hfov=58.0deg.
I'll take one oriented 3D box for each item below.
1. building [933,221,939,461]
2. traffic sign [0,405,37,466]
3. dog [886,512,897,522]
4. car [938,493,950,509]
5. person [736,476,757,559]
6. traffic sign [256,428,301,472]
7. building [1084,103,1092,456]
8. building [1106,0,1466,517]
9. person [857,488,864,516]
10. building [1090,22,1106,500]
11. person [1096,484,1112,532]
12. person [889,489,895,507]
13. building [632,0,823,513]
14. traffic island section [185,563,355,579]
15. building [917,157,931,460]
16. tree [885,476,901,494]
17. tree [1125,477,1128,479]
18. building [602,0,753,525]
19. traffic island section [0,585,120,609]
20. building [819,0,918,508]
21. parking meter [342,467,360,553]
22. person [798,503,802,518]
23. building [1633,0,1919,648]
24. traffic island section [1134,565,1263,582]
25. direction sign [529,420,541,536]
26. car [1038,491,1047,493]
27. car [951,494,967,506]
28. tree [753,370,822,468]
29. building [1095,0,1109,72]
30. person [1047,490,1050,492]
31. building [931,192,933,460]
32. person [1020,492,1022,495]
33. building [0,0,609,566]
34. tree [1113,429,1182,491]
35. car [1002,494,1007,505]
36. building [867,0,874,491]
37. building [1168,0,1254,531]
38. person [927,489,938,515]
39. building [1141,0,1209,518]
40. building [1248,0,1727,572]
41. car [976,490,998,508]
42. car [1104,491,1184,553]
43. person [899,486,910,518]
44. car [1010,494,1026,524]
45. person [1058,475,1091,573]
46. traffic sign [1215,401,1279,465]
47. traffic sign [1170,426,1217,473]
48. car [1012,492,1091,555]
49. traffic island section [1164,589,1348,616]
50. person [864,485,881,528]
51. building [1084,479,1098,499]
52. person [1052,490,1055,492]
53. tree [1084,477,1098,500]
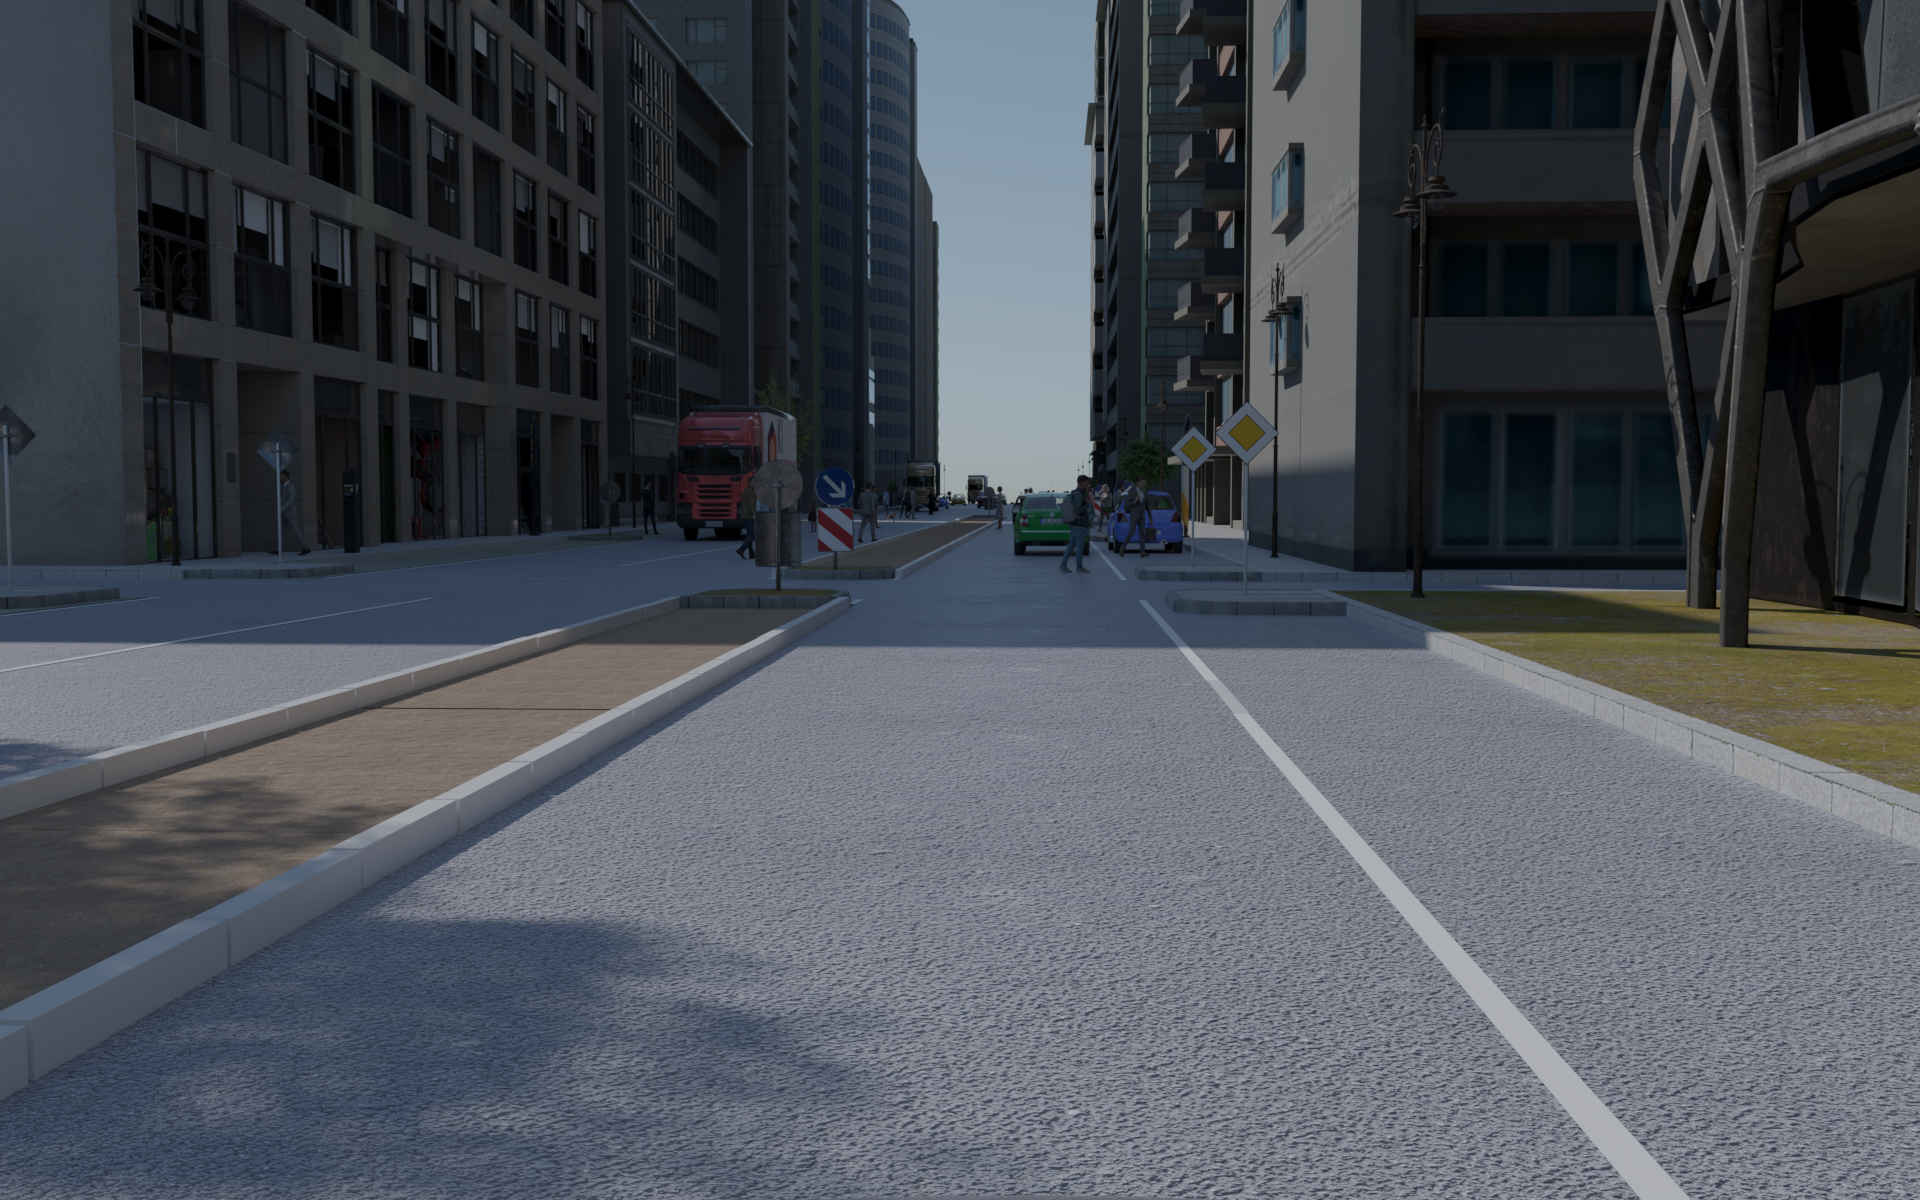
[{"bbox_3d":[-10.503,-34.800,252.571,14.154,41.232,14.086,0,4,3],"label":"building"},{"bbox_3d":[-12.450,-1.251,22.642,0.795,2.593,0.064,0,4,3],"label":"traffic sign"},{"bbox_3d":[-3.543,-4.293,89.480,0.540,0.507,0.406,0,4,-7],"label":"dog"},{"bbox_3d":[-1.952,-9.601,166.562,1.945,1.707,3.694,0,4,2],"label":"car"},{"bbox_3d":[-4.631,-1.819,38.153,0.656,1.842,0.836,2,4,31],"label":"person"},{"bbox_3d":[-12.043,-1.739,30.617,0.795,2.593,0.064,0,4,3],"label":"traffic sign"},{"bbox_3d":[30.875,-39.045,227.630,28.713,52.752,27.495,0,4,3],"label":"building"},{"bbox_3d":[21.212,-30.317,119.383,21.300,48.544,21.600,0,4,3],"label":"building"},{"bbox_3d":[-6.333,-6.340,112.240,0.705,1.814,1.350,-2,4,-26],"label":"person"},{"bbox_3d":[27.726,-49.774,252.050,20.563,71.187,20.611,0,4,3],"label":"building"},{"bbox_3d":[5.505,-3.481,65.593,0.526,1.800,0.537,-3,5,-41],"label":"person"},{"bbox_3d":[-6.837,-10.275,174.492,0.568,1.767,0.683,1,4,20],"label":"person"},{"bbox_3d":[-16.844,-26.242,112.659,14.154,41.232,14.086,0,4,3],"label":"building"},{"bbox_3d":[-12.067,-0.514,30.686,2.009,0.180,2.903,0,4,3],"label":"traffic island section"},{"bbox_3d":[-11.867,-35.112,224.189,14.600,45.320,14.200,0,4,3],"label":"building"},{"bbox_3d":[-7.288,-11.525,183.032,1.663,3.219,1.824,0,3,0],"label":"tree"},{"bbox_3d":[11.065,-6.955,108.310,1.663,3.219,1.824,0,3,0],"label":"tree"},{"bbox_3d":[-19.064,-15.972,80.207,14.314,24.678,30.058,0,4,3],"label":"building"},{"bbox_3d":[-12.474,-0.026,22.711,2.009,0.180,2.903,0,4,3],"label":"traffic island section"},{"bbox_3d":[-16.506,-40.418,202.828,21.231,58.520,28.212,0,4,3],"label":"building"},{"bbox_3d":[-13.235,-1.954,37.655,0.255,1.863,0.399,0,4,-4],"label":"parking meter"},{"bbox_3d":[-9.012,-5.278,95.275,0.515,1.767,0.782,-1,4,-15],"label":"person"},{"bbox_3d":[14.441,-8.880,12.637,16.820,18.784,16.811,0,4,3],"label":"building"},{"bbox_3d":[4.053,-0.464,29.862,2.009,0.180,2.903,0,4,3],"label":"traffic island section"},{"bbox_3d":[-13.113,-3.750,53.308,0.379,3.537,0.876,0,4,0],"label":"direction sign"},{"bbox_3d":[10.109,-12.200,208.141,2.281,1.827,5.304,0,4,1],"label":"car"},{"bbox_3d":[-0.145,-12.363,212.364,2.015,1.641,3.980,0,4,4],"label":"car"},{"bbox_3d":[-10.559,-9.402,104.083,4.737,8.622,4.395,0,3,0],"label":"tree"},{"bbox_3d":[27.538,-35.195,164.671,28.713,52.752,27.495,0,4,3],"label":"building"},{"bbox_3d":[6.700,-7.352,129.523,1.217,1.723,0.721,3,5,44],"label":"person"},{"bbox_3d":[-11.093,-35.977,238.342,14.600,45.320,14.200,0,4,3],"label":"building"},{"bbox_3d":[8.342,-14.035,238.688,0.721,1.735,1.217,-3,4,-36],"label":"person"},{"bbox_3d":[-23.608,-14.866,47.575,19.350,26.468,34.151,0,4,3],"label":"building"},{"bbox_3d":[9.233,-6.266,86.165,4.285,4.588,4.351,0,3,0],"label":"tree"},{"bbox_3d":[5.074,-13.093,222.861,1.959,1.807,4.718,0,4,5],"label":"car"},{"bbox_3d":[-18.891,-52.052,163.727,22.319,86.520,31.000,0,4,3],"label":"building"},{"bbox_3d":[19.946,-25.231,67.145,22.147,44.769,28.867,0,4,3],"label":"building"},{"bbox_3d":[-2.002,-6.881,121.148,0.705,1.807,1.348,2,4,32],"label":"person"},{"bbox_3d":[17.165,-25.276,96.854,14.154,41.232,14.086,0,4,3],"label":"building"},{"bbox_3d":[17.493,-25.283,37.075,21.600,48.544,21.300,0,4,3],"label":"building"},{"bbox_3d":[2.794,-10.246,176.197,2.281,1.827,5.304,0,4,2],"label":"car"},{"bbox_3d":[4.594,-2.059,43.252,1.945,1.707,3.694,0,4,1],"label":"car"},{"bbox_3d":[-3.284,-5.836,103.283,0.648,1.900,0.474,0,4,6],"label":"person"},{"bbox_3d":[3.429,-4.538,83.989,2.009,1.686,4.222,0,4,3],"label":"car"},{"bbox_3d":[2.133,-1.373,31.292,0.721,1.781,0.623,-1,4,-21],"label":"person"},{"bbox_3d":[3.623,-1.200,21.806,0.795,2.593,0.064,0,4,3],"label":"traffic sign"},{"bbox_3d":[4.029,-1.687,29.780,0.795,2.593,0.064,0,4,3],"label":"traffic sign"},{"bbox_3d":[2.216,-2.026,41.916,1.959,1.807,4.718,0,4,3],"label":"car"},{"bbox_3d":[3.647,0.024,21.887,2.009,0.180,2.903,0,4,3],"label":"traffic island section"},{"bbox_3d":[-3.629,-3.875,71.949,0.778,1.811,0.616,0,4,5],"label":"person"},{"bbox_3d":[30.251,-31.219,202.315,32.217,40.220,23.993,0,4,3],"label":"building"},{"bbox_3d":[6.920,-7.229,127.422,1.217,1.735,0.721,-2,4,-26],"label":"person"},{"bbox_3d":[14.354,-12.009,190.952,1.663,3.219,1.824,0,3,0],"label":"tree"}]
